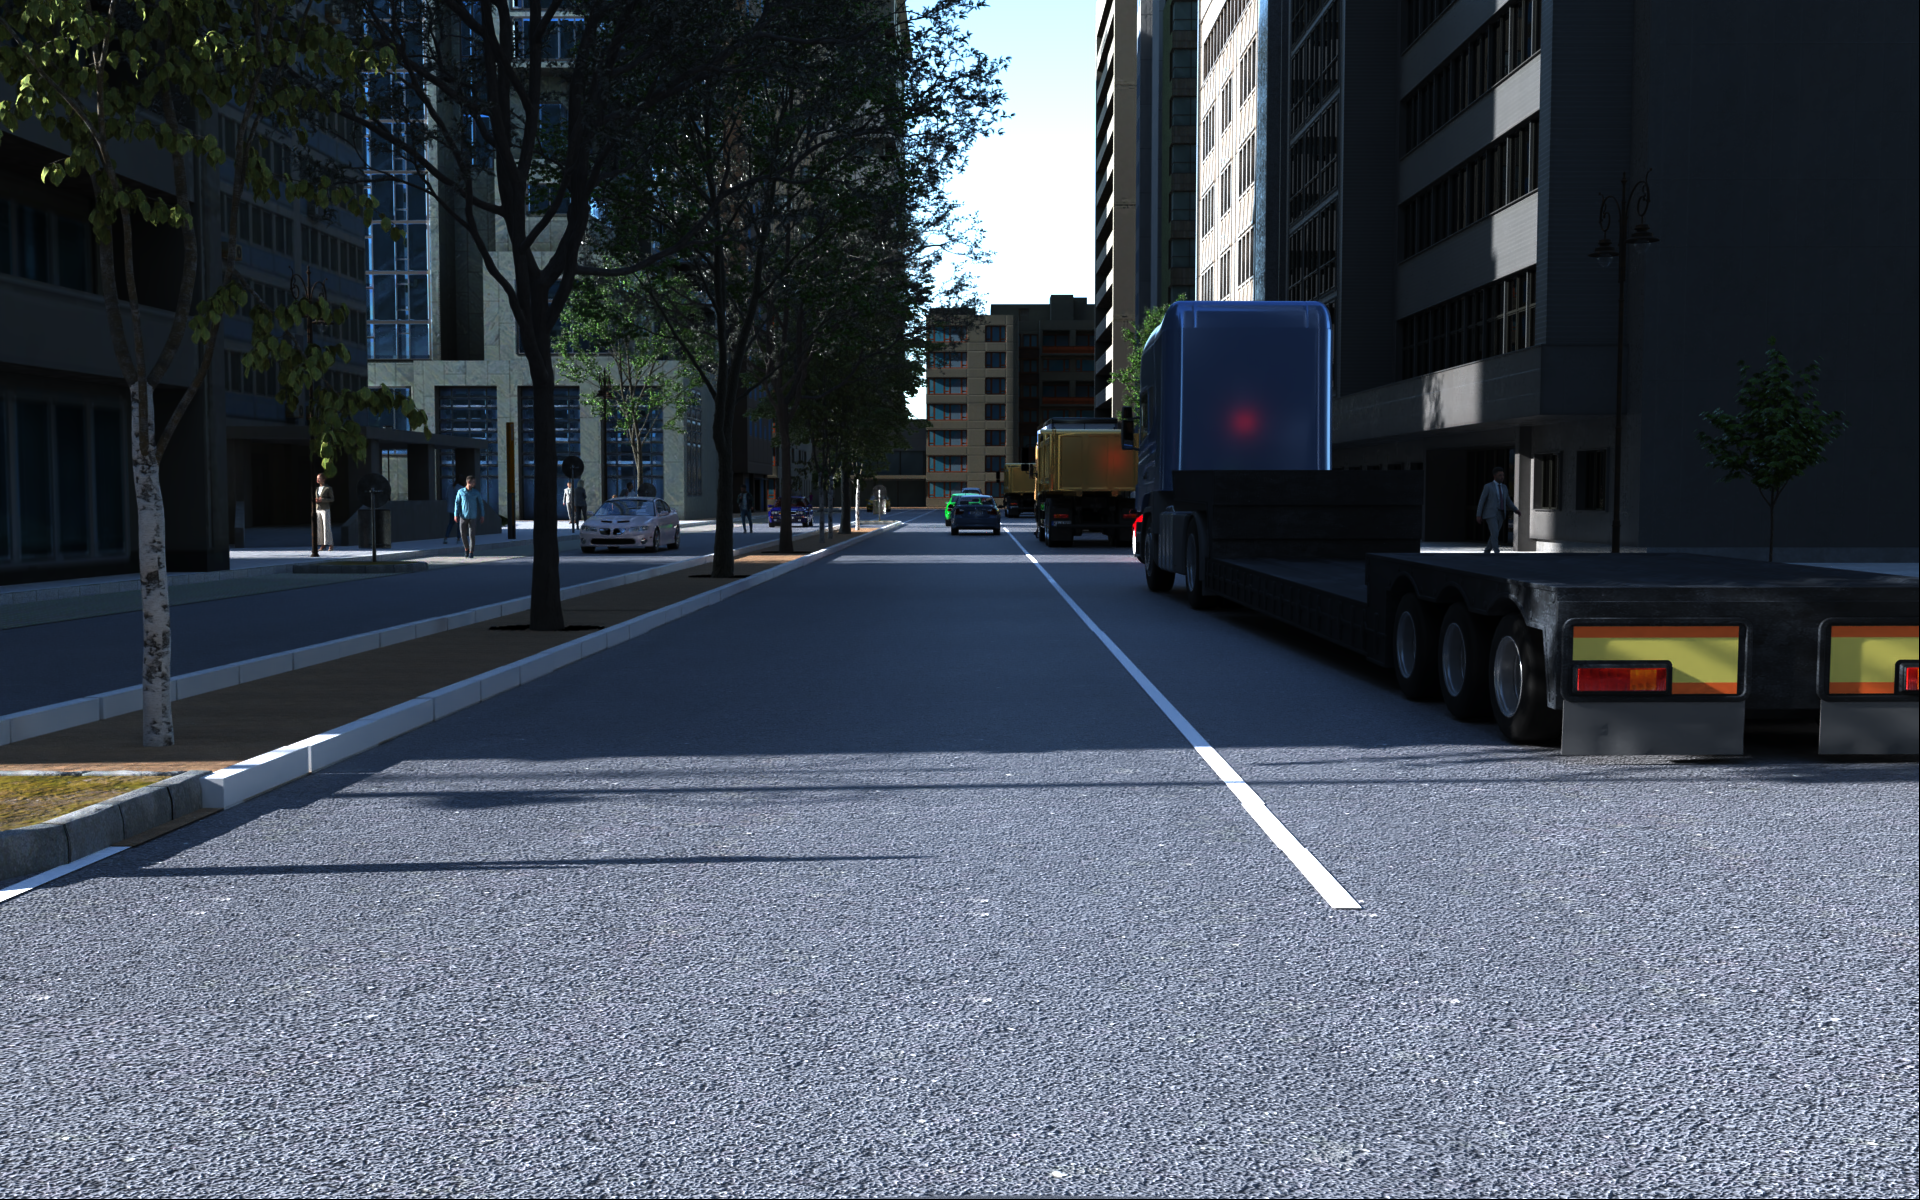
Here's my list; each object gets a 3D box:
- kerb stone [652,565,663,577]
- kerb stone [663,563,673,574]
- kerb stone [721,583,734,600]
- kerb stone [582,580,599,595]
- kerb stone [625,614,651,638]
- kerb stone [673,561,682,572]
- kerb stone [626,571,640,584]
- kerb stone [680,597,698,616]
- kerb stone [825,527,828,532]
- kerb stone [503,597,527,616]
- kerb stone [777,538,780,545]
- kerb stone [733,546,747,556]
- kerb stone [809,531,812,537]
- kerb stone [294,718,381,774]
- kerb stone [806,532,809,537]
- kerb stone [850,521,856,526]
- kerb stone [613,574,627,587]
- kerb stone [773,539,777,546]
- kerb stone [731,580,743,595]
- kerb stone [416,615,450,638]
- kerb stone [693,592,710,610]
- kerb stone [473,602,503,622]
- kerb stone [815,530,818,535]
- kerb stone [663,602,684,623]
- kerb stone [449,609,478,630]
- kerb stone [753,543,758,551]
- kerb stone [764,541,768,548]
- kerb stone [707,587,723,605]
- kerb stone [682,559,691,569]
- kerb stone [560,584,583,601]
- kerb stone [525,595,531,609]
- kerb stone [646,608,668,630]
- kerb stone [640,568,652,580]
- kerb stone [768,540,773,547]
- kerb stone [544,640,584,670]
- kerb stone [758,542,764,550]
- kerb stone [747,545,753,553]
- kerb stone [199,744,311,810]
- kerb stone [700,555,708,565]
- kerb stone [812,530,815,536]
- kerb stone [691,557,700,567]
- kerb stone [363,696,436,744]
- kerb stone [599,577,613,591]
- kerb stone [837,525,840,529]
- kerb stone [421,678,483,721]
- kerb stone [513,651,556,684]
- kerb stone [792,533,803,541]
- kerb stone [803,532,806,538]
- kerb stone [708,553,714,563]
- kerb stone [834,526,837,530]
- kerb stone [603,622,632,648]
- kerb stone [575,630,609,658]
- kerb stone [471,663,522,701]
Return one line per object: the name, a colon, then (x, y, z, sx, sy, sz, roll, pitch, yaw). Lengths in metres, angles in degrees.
kerb stone: (-5.320, -0.469, 29.856, 0.120, 0.150, 1.000, 0, 4, 0)
kerb stone: (-5.308, -0.526, 30.883, 0.120, 0.150, 1.000, 0, 4, 0)
kerb stone: (-3.262, -0.093, 23.716, 0.120, 0.150, 1.000, 0, 4, 0)
kerb stone: (-5.364, -0.155, 24.742, 0.120, 0.150, 1.000, 0, 4, 0)
kerb stone: (-3.313, 0.282, 17.579, 0.120, 0.150, 1.000, 0, 4, 0)
kerb stone: (-5.307, -0.594, 31.905, 0.120, 0.150, 1.000, 0, 4, 0)
kerb stone: (-5.330, -0.343, 27.808, 0.120, 0.150, 1.000, 0, 4, 0)
kerb stone: (-3.294, 0.099, 20.647, 0.120, 0.150, 1.000, 0, 4, 0)
kerb stone: (-5.046, -2.526, 63.665, 0.120, 0.150, 1.000, 0, 4, 0)
kerb stone: (-5.385, 0.095, 20.647, 0.120, 0.150, 1.000, 0, 4, 0)
kerb stone: (-5.180, -1.593, 48.307, 0.120, 0.150, 1.000, 0, 4, 0)
kerb stone: (-5.232, -1.153, 41.124, 0.120, 0.150, 1.000, 0, 4, 0)
kerb stone: (-5.103, -2.161, 57.523, 0.120, 0.150, 1.000, 0, 4, 0)
kerb stone: (-3.377, 0.790, 9.366, 0.120, 0.150, 1.000, 0, 4, 0)
kerb stone: (-5.100, -2.098, 56.500, 0.120, 0.150, 1.000, 0, 4, 0)
kerb stone: (-4.919, -3.600, 81.063, 0.120, 0.150, 1.000, 0, 4, 0)
kerb stone: (-5.350, -0.279, 26.786, 0.120, 0.150, 1.000, 0, 4, 0)
kerb stone: (-5.187, -1.530, 47.268, 0.120, 0.150, 1.000, 0, 4, 0)
kerb stone: (-3.257, -0.156, 24.743, 0.120, 0.150, 1.000, 0, 4, 0)
kerb stone: (-5.417, 0.282, 17.579, 0.120, 0.150, 1.000, 0, 4, 0)
kerb stone: (-3.290, 0.035, 21.669, 0.120, 0.150, 1.000, 0, 4, 0)
kerb stone: (-5.399, 0.157, 19.623, 0.120, 0.150, 1.000, 0, 4, 0)
kerb stone: (-5.087, -2.284, 59.574, 0.120, 0.150, 1.000, 0, 4, 0)
kerb stone: (-3.304, 0.160, 19.624, 0.120, 0.150, 1.000, 0, 4, 0)
kerb stone: (-5.407, 0.227, 18.601, 0.120, 0.150, 1.000, 0, 4, 0)
kerb stone: (-5.214, -1.283, 43.177, 0.120, 0.150, 1.000, 0, 4, 0)
kerb stone: (-5.202, -1.408, 45.222, 0.120, 0.150, 1.000, 0, 4, 0)
kerb stone: (-3.278, -0.030, 22.691, 0.120, 0.150, 1.000, 0, 4, 0)
kerb stone: (-5.299, -0.653, 32.932, 0.120, 0.150, 1.000, 0, 4, 0)
kerb stone: (-5.372, -0.093, 23.713, 0.120, 0.150, 1.000, 0, 4, 0)
kerb stone: (-5.390, 0.033, 21.669, 0.120, 0.150, 1.000, 0, 4, 0)
kerb stone: (-3.314, 0.220, 18.601, 0.120, 0.150, 1.000, 0, 4, 0)
kerb stone: (-5.319, -0.403, 28.831, 0.120, 0.150, 1.000, 0, 4, 0)
kerb stone: (-5.189, -1.465, 46.246, 0.120, 0.150, 1.000, 0, 4, 0)
kerb stone: (-3.346, 0.471, 14.505, 0.120, 0.150, 1.000, 0, 4, 0)
kerb stone: (-5.200, -1.346, 44.199, 0.120, 0.150, 1.000, 0, 4, 0)
kerb stone: (-5.218, -1.219, 42.155, 0.120, 0.150, 1.000, 0, 4, 0)
kerb stone: (-3.391, 0.851, 8.344, 0.120, 0.150, 1.000, 0, 4, 0)
kerb stone: (-5.284, -0.780, 34.987, 0.120, 0.150, 1.000, 0, 4, 0)
kerb stone: (-5.099, -2.223, 58.546, 0.120, 0.150, 1.000, 0, 4, 0)
kerb stone: (-5.290, -0.720, 33.962, 0.120, 0.150, 1.000, 0, 4, 0)
kerb stone: (-3.378, 0.727, 10.394, 0.120, 0.150, 1.000, 0, 4, 0)
kerb stone: (-5.357, -0.217, 25.764, 0.120, 0.150, 1.000, 0, 4, 0)
kerb stone: (-4.991, -2.969, 70.830, 0.120, 0.150, 1.000, 0, 4, 0)
kerb stone: (-3.368, 0.659, 11.422, 0.120, 0.150, 1.000, 0, 4, 0)
kerb stone: (-3.348, 0.536, 13.477, 0.120, 0.150, 1.000, 0, 4, 0)
kerb stone: (-5.124, -1.969, 54.448, 0.120, 0.150, 1.000, 0, 4, 0)
kerb stone: (-5.117, -2.034, 55.470, 0.120, 0.150, 1.000, 0, 4, 0)
kerb stone: (-5.271, -0.845, 36.011, 0.120, 0.150, 1.000, 0, 4, 0)
kerb stone: (-5.024, -2.785, 67.759, 0.120, 0.150, 1.000, 0, 4, 0)
kerb stone: (-3.324, 0.345, 16.555, 0.120, 0.150, 1.000, 0, 4, 0)
kerb stone: (-3.337, 0.408, 15.527, 0.120, 0.150, 1.000, 0, 4, 0)
kerb stone: (-3.359, 0.597, 12.453, 0.120, 0.150, 1.000, 0, 4, 0)
